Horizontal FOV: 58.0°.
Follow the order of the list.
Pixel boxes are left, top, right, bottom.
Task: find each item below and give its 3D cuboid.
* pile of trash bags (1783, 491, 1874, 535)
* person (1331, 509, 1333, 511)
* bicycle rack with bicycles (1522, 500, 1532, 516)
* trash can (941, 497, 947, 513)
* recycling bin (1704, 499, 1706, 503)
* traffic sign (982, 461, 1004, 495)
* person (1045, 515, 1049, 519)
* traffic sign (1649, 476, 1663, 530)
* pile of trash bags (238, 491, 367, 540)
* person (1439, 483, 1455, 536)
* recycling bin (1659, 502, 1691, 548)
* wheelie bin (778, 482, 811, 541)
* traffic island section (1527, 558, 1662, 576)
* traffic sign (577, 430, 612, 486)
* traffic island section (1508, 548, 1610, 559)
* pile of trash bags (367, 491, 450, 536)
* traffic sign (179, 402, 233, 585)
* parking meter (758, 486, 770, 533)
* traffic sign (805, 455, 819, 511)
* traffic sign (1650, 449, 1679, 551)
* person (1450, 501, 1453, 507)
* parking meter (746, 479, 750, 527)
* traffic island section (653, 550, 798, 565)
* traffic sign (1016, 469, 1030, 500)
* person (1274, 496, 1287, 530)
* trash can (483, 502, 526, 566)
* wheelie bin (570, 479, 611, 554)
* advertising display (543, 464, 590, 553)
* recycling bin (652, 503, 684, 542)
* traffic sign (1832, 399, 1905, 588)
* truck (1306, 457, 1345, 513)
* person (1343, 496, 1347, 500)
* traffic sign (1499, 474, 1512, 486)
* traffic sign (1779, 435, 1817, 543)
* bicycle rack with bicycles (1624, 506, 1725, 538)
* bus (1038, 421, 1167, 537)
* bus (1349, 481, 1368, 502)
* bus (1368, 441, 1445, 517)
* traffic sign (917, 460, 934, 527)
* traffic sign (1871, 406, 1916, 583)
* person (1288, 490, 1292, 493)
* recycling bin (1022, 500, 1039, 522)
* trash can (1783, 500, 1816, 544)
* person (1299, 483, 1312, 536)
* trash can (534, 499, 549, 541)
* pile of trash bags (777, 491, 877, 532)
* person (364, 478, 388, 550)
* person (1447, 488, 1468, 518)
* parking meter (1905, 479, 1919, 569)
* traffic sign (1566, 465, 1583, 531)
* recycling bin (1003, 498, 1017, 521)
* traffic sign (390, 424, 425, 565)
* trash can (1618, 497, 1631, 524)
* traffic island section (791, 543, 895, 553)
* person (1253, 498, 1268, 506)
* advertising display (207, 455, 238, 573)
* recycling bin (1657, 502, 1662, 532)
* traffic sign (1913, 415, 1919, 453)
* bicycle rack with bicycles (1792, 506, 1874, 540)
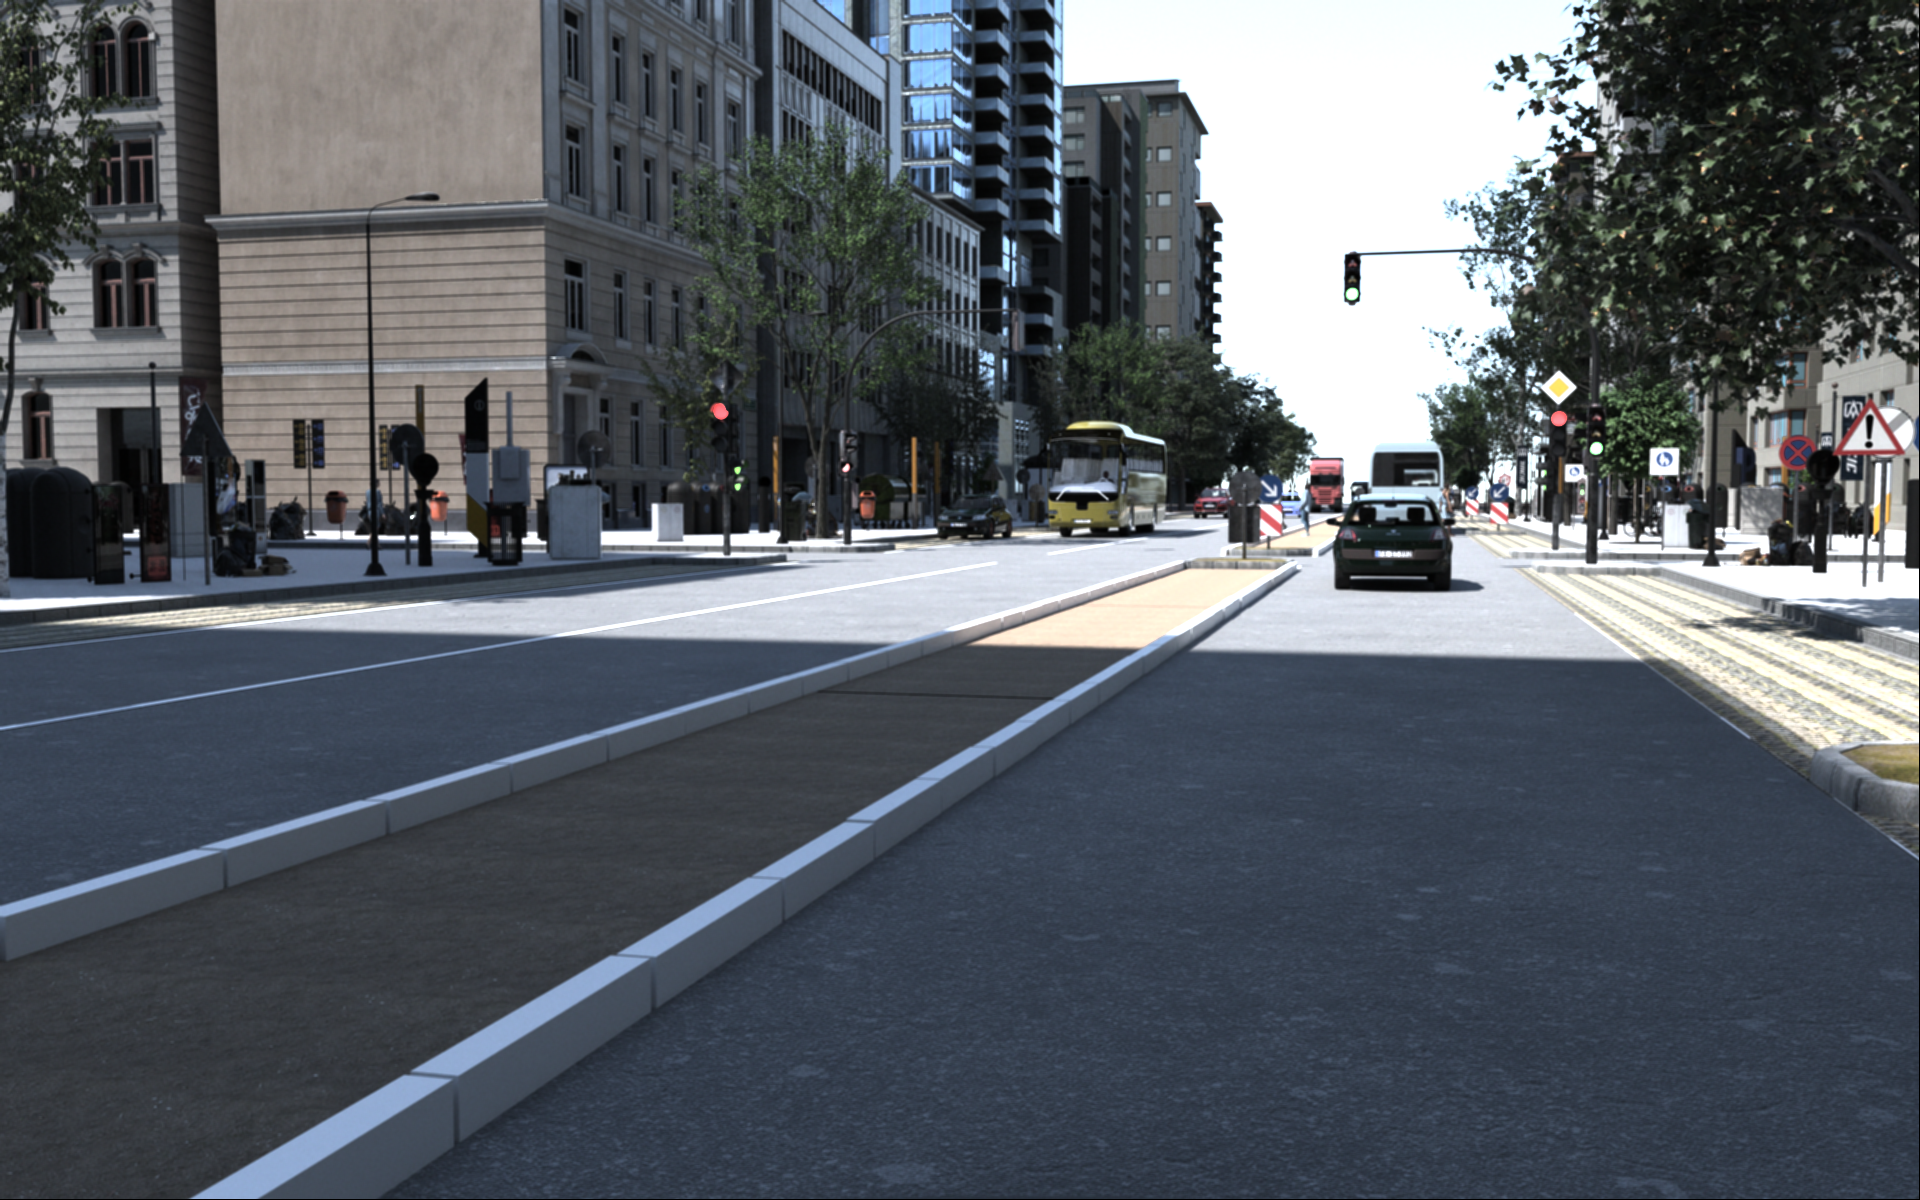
[{"bbox_3d":[27.253,-2.772,55.080,3.447,1.369,1.912,-1,4,-14],"label":"pile of trash bags"},{"bbox_3d":[31.489,-8.416,146.042,1.348,1.831,0.705,0,4,4],"label":"person"},{"bbox_3d":[33.444,-5.492,103.182,2.852,0.926,2.925,0,4,2],"label":"bicycle rack with bicycles"},{"bbox_3d":[-1.025,-5.199,96.665,0.748,1.137,0.748,0,3,0],"label":"trash can"},{"bbox_3d":[38.516,-4.674,88.968,0.722,1.027,0.722,-1,4,-19],"label":"recycling bin"},{"bbox_3d":[1.261,-4.096,66.975,0.884,2.594,0.081,1,4,16],"label":"traffic sign"},{"bbox_3d":[3.990,-3.517,71.494,0.738,1.151,1.012,-1,4,-19],"label":"person"},{"bbox_3d":[24.847,-3.808,62.263,0.884,2.594,0.081,1,4,22],"label":"traffic sign"},{"bbox_3d":[-18.857,-2.383,48.710,3.447,1.369,1.912,0,4,7],"label":"pile of trash bags"},{"bbox_3d":[16.378,-3.048,58.429,0.778,1.811,0.616,0,4,-7],"label":"person"},{"bbox_3d":[17.136,-1.757,41.277,0.722,1.027,0.722,1,4,23],"label":"recycling bin"},{"bbox_3d":[-4.518,-2.398,47.116,0.980,1.594,0.693,1,4,10],"label":"wheelie bin"},{"bbox_3d":[11.588,-0.579,31.753,2.009,0.180,2.903,1,4,14],"label":"traffic island section"},{"bbox_3d":[-7.295,-2.104,34.511,0.768,2.556,0.104,1,4,17],"label":"traffic sign"},{"bbox_3d":[13.592,-1.052,39.483,2.009,0.180,2.903,1,4,14],"label":"traffic island section"},{"bbox_3d":[-17.149,-2.691,53.752,3.447,1.369,1.912,2,4,30],"label":"pile of trash bags"},{"bbox_3d":[-10.622,-1.491,24.384,0.884,2.594,0.081,1,4,16],"label":"traffic sign"},{"bbox_3d":[-6.524,-3.012,57.663,0.372,1.533,0.369,0,3,0],"label":"parking meter"},{"bbox_3d":[-4.776,-3.477,56.952,0.768,2.556,0.104,1,4,21],"label":"traffic sign"},{"bbox_3d":[15.774,-2.245,38.829,0.606,2.300,0.079,1,4,23],"label":"traffic sign"},{"bbox_3d":[26.484,-4.919,93.601,0.352,1.250,0.332,1,4,17],"label":"person"},{"bbox_3d":[-8.342,-3.753,67.076,0.399,1.863,0.255,2,4,33],"label":"parking meter"},{"bbox_3d":[-4.860,-0.839,36.004,2.009,0.180,2.903,1,4,14],"label":"traffic island section"},{"bbox_3d":[3.165,-5.333,87.305,0.768,2.556,0.104,1,4,22],"label":"traffic sign"},{"bbox_3d":[12.573,-3.633,68.244,0.624,1.780,0.694,2,4,28],"label":"person"},{"bbox_3d":[-8.184,-1.191,31.133,0.748,1.137,0.748,0,3,0],"label":"trash can"},{"bbox_3d":[-7.790,-1.732,36.230,0.980,1.594,0.693,-1,4,-10],"label":"wheelie bin"},{"bbox_3d":[-8.536,-1.983,37.635,0.974,1.923,0.123,0,4,-7],"label":"advertising display"},{"bbox_3d":[-7.879,-2.086,46.663,0.722,1.027,0.722,-1,4,-22],"label":"recycling bin"},{"bbox_3d":[12.417,-1.450,23.709,0.884,2.594,0.081,1,4,21],"label":"traffic sign"},{"bbox_3d":[28.303,-8.849,133.602,2.839,4.237,11.283,1,4,13],"label":"truck"},{"bbox_3d":[31.074,-8.165,141.937,1.348,1.831,0.705,0,4,4],"label":"person"},{"bbox_3d":[34.675,-6.732,110.177,0.768,2.556,0.104,1,4,22],"label":"traffic sign"},{"bbox_3d":[18.095,-2.285,37.472,0.768,2.556,0.104,1,4,15],"label":"traffic sign"},{"bbox_3d":[21.118,-2.314,51.221,2.925,0.926,2.852,0,4,1],"label":"bicycle rack with bicycles"},{"bbox_3d":[5.368,-4.299,61.827,2.896,3.916,12.252,1,4,14],"label":"bus"},{"bbox_3d":[55.252,-14.921,238.818,2.948,3.499,13.247,1,4,13],"label":"bus"},{"bbox_3d":[17.323,-4.416,67.060,2.948,3.499,13.247,1,4,15],"label":"bus"},{"bbox_3d":[-1.434,-4.080,66.712,0.884,2.594,0.081,1,4,20],"label":"traffic sign"},{"bbox_3d":[13.349,-1.525,25.038,0.768,2.556,0.104,1,4,18],"label":"traffic sign"},{"bbox_3d":[22.460,-6.685,118.618,0.721,1.723,1.217,2,4,25],"label":"person"},{"bbox_3d":[3.344,-4.148,80.376,0.722,1.027,0.722,3,4,39],"label":"recycling bin"},{"bbox_3d":[20.869,-1.922,43.085,0.748,1.137,0.748,0,3,0],"label":"trash can"},{"bbox_3d":[11.714,-3.046,58.566,0.793,1.790,0.793,0,4,0],"label":"person"},{"bbox_3d":[-11.260,-2.185,47.377,0.748,1.137,0.748,0,3,0],"label":"trash can"},{"bbox_3d":[-4.568,-3.031,59.316,3.447,1.369,1.912,0,4,-1],"label":"pile of trash bags"},{"bbox_3d":[-14.624,-2.120,43.188,0.581,1.822,0.654,3,5,42],"label":"person"},{"bbox_3d":[29.793,-5.836,104.134,1.509,1.804,0.699,1,4,9],"label":"person"},{"bbox_3d":[16.447,-1.303,29.721,0.372,1.533,0.369,0,3,0],"label":"parking meter"},{"bbox_3d":[21.315,-3.547,60.121,0.606,2.300,0.079,1,4,19],"label":"traffic sign"},{"bbox_3d":[2.308,-4.327,83.299,0.722,1.027,0.722,-1,4,-17],"label":"recycling bin"},{"bbox_3d":[-10.034,-1.915,31.408,0.768,2.556,0.104,1,4,22],"label":"traffic sign"},{"bbox_3d":[27.995,-3.774,73.363,0.748,1.137,0.748,0,3,0],"label":"trash can"},{"bbox_3d":[-2.857,-1.312,43.735,2.009,0.180,2.903,1,4,14],"label":"traffic island section"},{"bbox_3d":[12.809,-3.969,73.746,0.623,1.781,0.721,-2,4,-25],"label":"person"},{"bbox_3d":[-12.159,-1.430,28.587,0.123,1.923,0.974,0,4,-3],"label":"advertising display"},{"bbox_3d":[23.648,-2.747,57.465,0.722,1.027,0.722,-1,4,-22],"label":"recycling bin"},{"bbox_3d":[14.333,-1.546,25.386,0.768,2.556,0.104,1,4,21],"label":"traffic sign"},{"bbox_3d":[25.328,-2.246,50.106,2.852,0.926,2.925,3,5,39],"label":"bicycle rack with bicycles"}]
